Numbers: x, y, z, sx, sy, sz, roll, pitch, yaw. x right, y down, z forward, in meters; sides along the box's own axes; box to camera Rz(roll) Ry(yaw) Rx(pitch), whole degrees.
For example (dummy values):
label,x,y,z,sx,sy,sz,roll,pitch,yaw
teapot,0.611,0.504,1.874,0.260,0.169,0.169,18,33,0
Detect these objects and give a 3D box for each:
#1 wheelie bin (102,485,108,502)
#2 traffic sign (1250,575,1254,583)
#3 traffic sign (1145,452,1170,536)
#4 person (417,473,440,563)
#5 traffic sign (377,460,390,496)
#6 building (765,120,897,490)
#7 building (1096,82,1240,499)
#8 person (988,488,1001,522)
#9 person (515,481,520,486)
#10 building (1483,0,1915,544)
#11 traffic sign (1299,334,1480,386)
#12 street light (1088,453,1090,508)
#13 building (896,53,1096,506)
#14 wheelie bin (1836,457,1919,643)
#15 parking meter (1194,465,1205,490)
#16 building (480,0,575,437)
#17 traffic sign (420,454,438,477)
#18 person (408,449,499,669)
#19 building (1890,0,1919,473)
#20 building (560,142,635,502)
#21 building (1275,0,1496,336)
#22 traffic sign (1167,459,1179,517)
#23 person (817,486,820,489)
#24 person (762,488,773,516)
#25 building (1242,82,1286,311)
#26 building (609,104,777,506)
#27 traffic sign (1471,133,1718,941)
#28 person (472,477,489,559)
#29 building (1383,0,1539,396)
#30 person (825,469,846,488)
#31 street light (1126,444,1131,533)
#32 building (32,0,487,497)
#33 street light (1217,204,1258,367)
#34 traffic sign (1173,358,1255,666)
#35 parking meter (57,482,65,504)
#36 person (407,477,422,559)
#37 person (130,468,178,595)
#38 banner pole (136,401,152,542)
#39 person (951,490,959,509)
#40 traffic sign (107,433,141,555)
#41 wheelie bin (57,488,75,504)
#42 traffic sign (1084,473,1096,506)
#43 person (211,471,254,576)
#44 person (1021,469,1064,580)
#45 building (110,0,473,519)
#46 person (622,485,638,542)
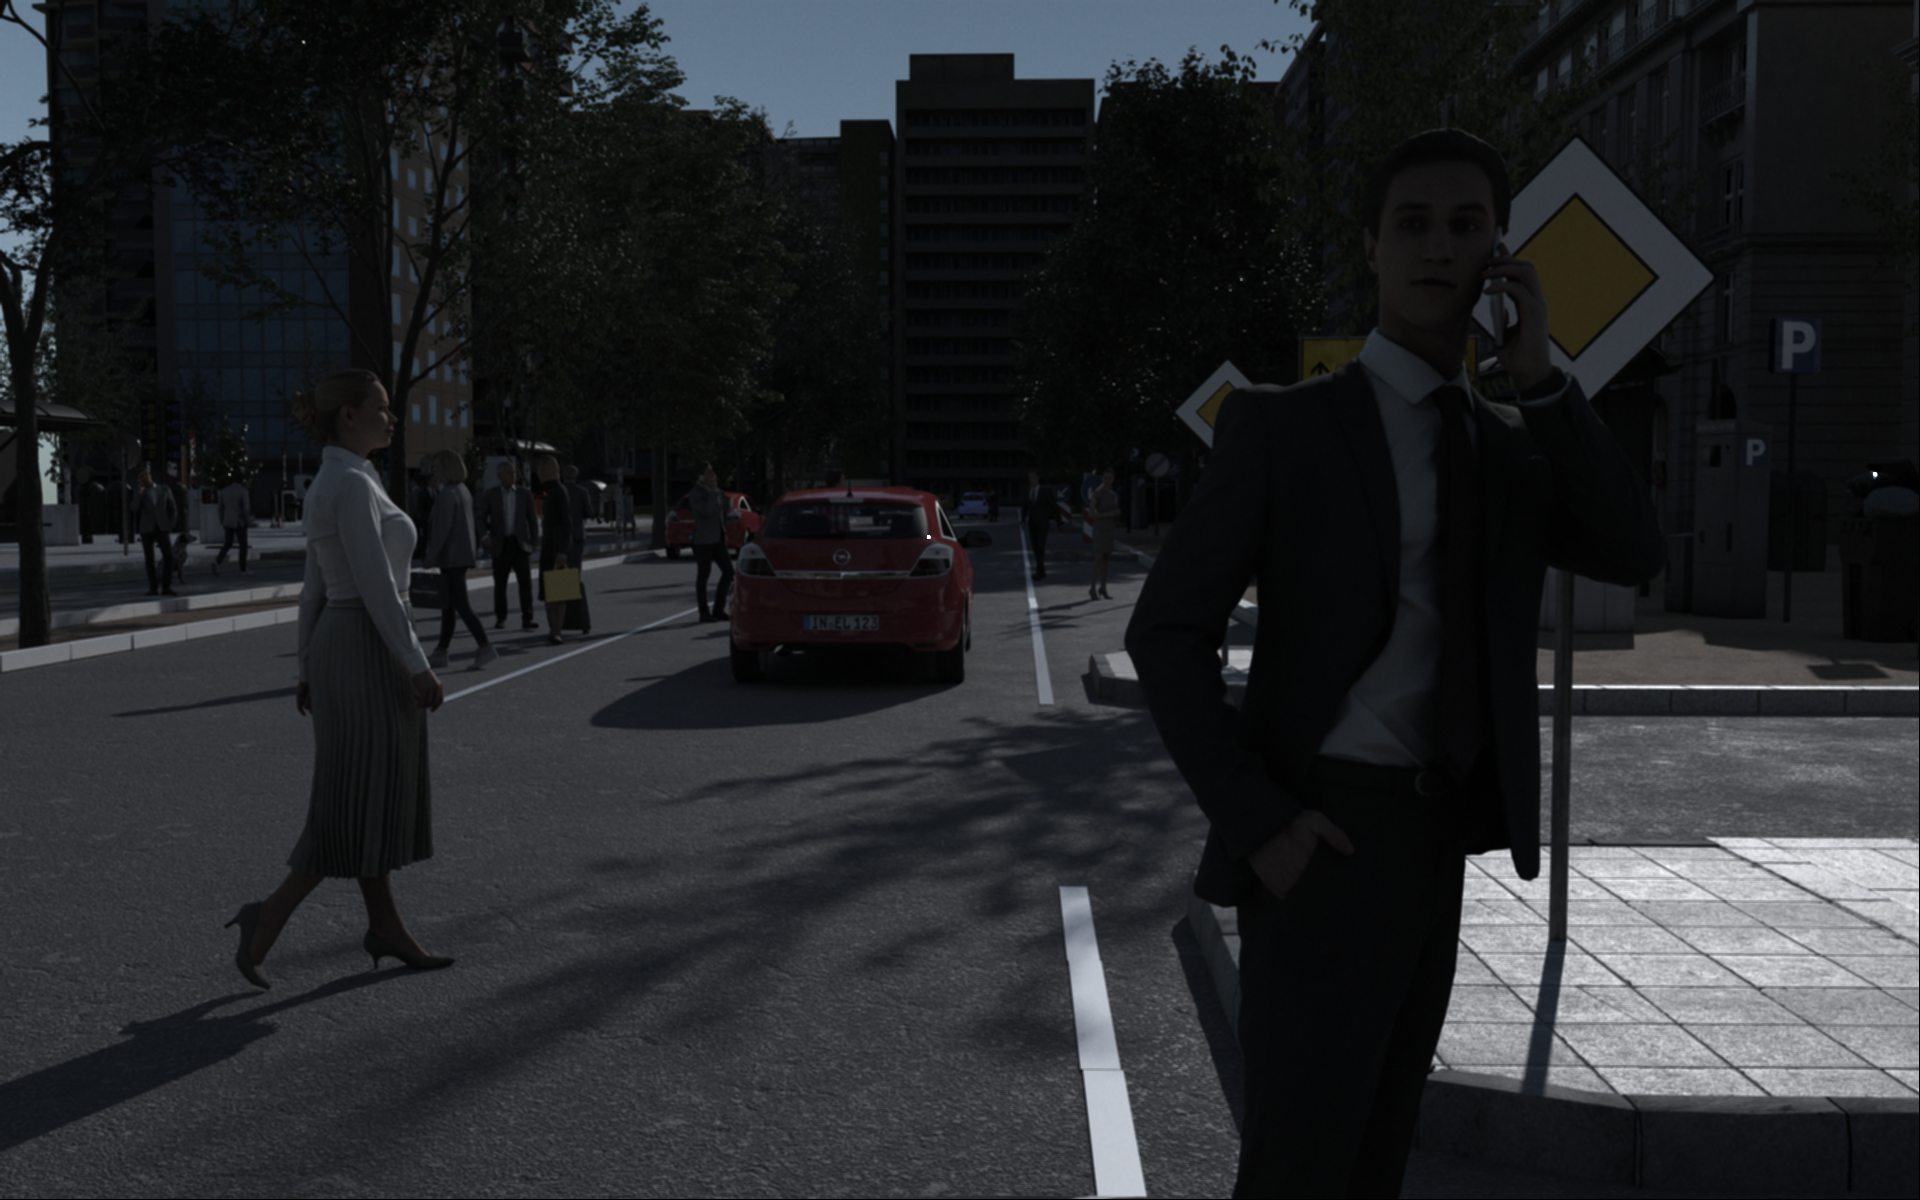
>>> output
label,x,y,z,sx,sy,sz,roll,pitch,yaw
wheelie bin,-30.946,-3.359,62.833,0.980,1.594,0.693,0,4,7
traffic sign,4.218,-1.521,24.974,0.768,2.556,0.104,1,4,10
traffic sign,6.046,-3.245,53.163,0.768,2.556,0.104,0,4,3
person,-10.719,-1.652,35.288,0.755,1.850,0.659,3,4,37
traffic sign,-20.316,-3.750,61.412,0.768,2.556,0.104,1,4,11
building,-14.189,-31.137,192.689,14.086,41.232,14.154,0,4,2
building,22.388,-33.114,191.527,14.200,45.320,14.600,0,4,2
person,1.784,-4.903,89.460,0.445,1.727,0.742,2,4,30
person,-13.730,-2.762,53.429,0.659,1.850,0.755,0,4,3
building,26.247,-13.033,54.894,13.314,21.916,24.055,0,4,2
traffic sign,5.491,-1.738,22.286,2.265,3.308,0.079,0,4,5
street light,6.480,-6.958,86.545,0.468,5.910,1.993,0,4,2
building,4.064,-34.932,194.846,21.600,48.544,21.300,0,4,2
wheelie bin,8.105,-0.441,15.126,0.693,1.594,0.980,0,4,-2
parking meter,5.394,-2.021,38.754,0.255,1.863,0.399,-1,4,-9
building,-38.896,-28.330,117.815,22.147,44.769,28.867,0,4,2
traffic sign,-16.628,-3.325,54.466,0.768,2.556,0.104,0,4,8
person,-4.167,-0.337,14.197,0.728,1.800,0.709,0,4,6
building,32.858,-14.349,31.872,25.104,27.353,12.463,0,4,2
building,-35.014,-22.815,144.718,14.107,30.474,14.160,0,4,2
building,38.717,-27.181,136.295,32.217,40.220,23.993,0,4,2
traffic sign,7.879,-3.834,62.793,0.768,2.556,0.104,0,4,5
person,-6.775,-4.527,82.505,0.713,1.824,0.794,2,4,31
person,-9.072,-4.570,82.992,0.755,1.850,0.659,-1,4,-20
building,36.598,-33.119,191.605,14.200,45.320,14.600,0,4,2
building,-35.678,-33.216,197.700,28.867,44.769,22.147,0,4,2
traffic sign,1.720,-0.079,4.928,0.795,2.450,0.064,0,4,2
person,-10.679,-1.805,38.200,0.526,1.800,0.537,-1,4,-8
building,26.063,-15.178,77.038,11.050,23.489,19.941,0,4,2
person,-1.503,-0.650,19.962,0.643,1.720,0.563,-3,5,-42
street light,5.597,-5.167,57.275,0.468,5.910,1.993,0,4,2
building,-56.897,-29.766,141.304,28.867,44.769,22.147,0,4,2
street light,4.464,-3.378,28.014,0.468,5.910,1.993,0,4,2
traffic sign,1.981,-0.567,12.909,0.795,2.450,0.064,0,4,2
parking meter,-43.787,-4.819,84.502,0.255,1.863,0.399,2,4,35
person,-12.067,-1.807,38.231,0.473,1.802,0.592,1,4,9
person,-11.409,-0.971,24.555,0.592,1.802,0.473,-1,4,-11
banner pole,-22.072,-3.483,46.968,0.401,3.779,0.863,0,4,-3
person,-0.484,-9.459,163.295,0.705,1.807,1.348,-3,4,-37
traffic sign,-17.433,-2.203,36.132,0.768,2.556,0.104,1,4,9
wheelie bin,-31.264,-3.231,60.734,0.693,1.594,0.980,-2,4,-28
traffic sign,6.309,-5.020,84.213,0.606,2.300,0.079,1,4,11
person,-12.712,-1.342,30.285,0.661,1.843,0.795,1,4,18
person,1.282,-1.256,28.810,0.659,1.850,0.755,2,4,30
building,-36.302,-27.262,95.840,14.600,45.320,14.200,0,4,2
person,-9.930,-2.582,51.715,0.522,1.701,0.512,1,4,17
